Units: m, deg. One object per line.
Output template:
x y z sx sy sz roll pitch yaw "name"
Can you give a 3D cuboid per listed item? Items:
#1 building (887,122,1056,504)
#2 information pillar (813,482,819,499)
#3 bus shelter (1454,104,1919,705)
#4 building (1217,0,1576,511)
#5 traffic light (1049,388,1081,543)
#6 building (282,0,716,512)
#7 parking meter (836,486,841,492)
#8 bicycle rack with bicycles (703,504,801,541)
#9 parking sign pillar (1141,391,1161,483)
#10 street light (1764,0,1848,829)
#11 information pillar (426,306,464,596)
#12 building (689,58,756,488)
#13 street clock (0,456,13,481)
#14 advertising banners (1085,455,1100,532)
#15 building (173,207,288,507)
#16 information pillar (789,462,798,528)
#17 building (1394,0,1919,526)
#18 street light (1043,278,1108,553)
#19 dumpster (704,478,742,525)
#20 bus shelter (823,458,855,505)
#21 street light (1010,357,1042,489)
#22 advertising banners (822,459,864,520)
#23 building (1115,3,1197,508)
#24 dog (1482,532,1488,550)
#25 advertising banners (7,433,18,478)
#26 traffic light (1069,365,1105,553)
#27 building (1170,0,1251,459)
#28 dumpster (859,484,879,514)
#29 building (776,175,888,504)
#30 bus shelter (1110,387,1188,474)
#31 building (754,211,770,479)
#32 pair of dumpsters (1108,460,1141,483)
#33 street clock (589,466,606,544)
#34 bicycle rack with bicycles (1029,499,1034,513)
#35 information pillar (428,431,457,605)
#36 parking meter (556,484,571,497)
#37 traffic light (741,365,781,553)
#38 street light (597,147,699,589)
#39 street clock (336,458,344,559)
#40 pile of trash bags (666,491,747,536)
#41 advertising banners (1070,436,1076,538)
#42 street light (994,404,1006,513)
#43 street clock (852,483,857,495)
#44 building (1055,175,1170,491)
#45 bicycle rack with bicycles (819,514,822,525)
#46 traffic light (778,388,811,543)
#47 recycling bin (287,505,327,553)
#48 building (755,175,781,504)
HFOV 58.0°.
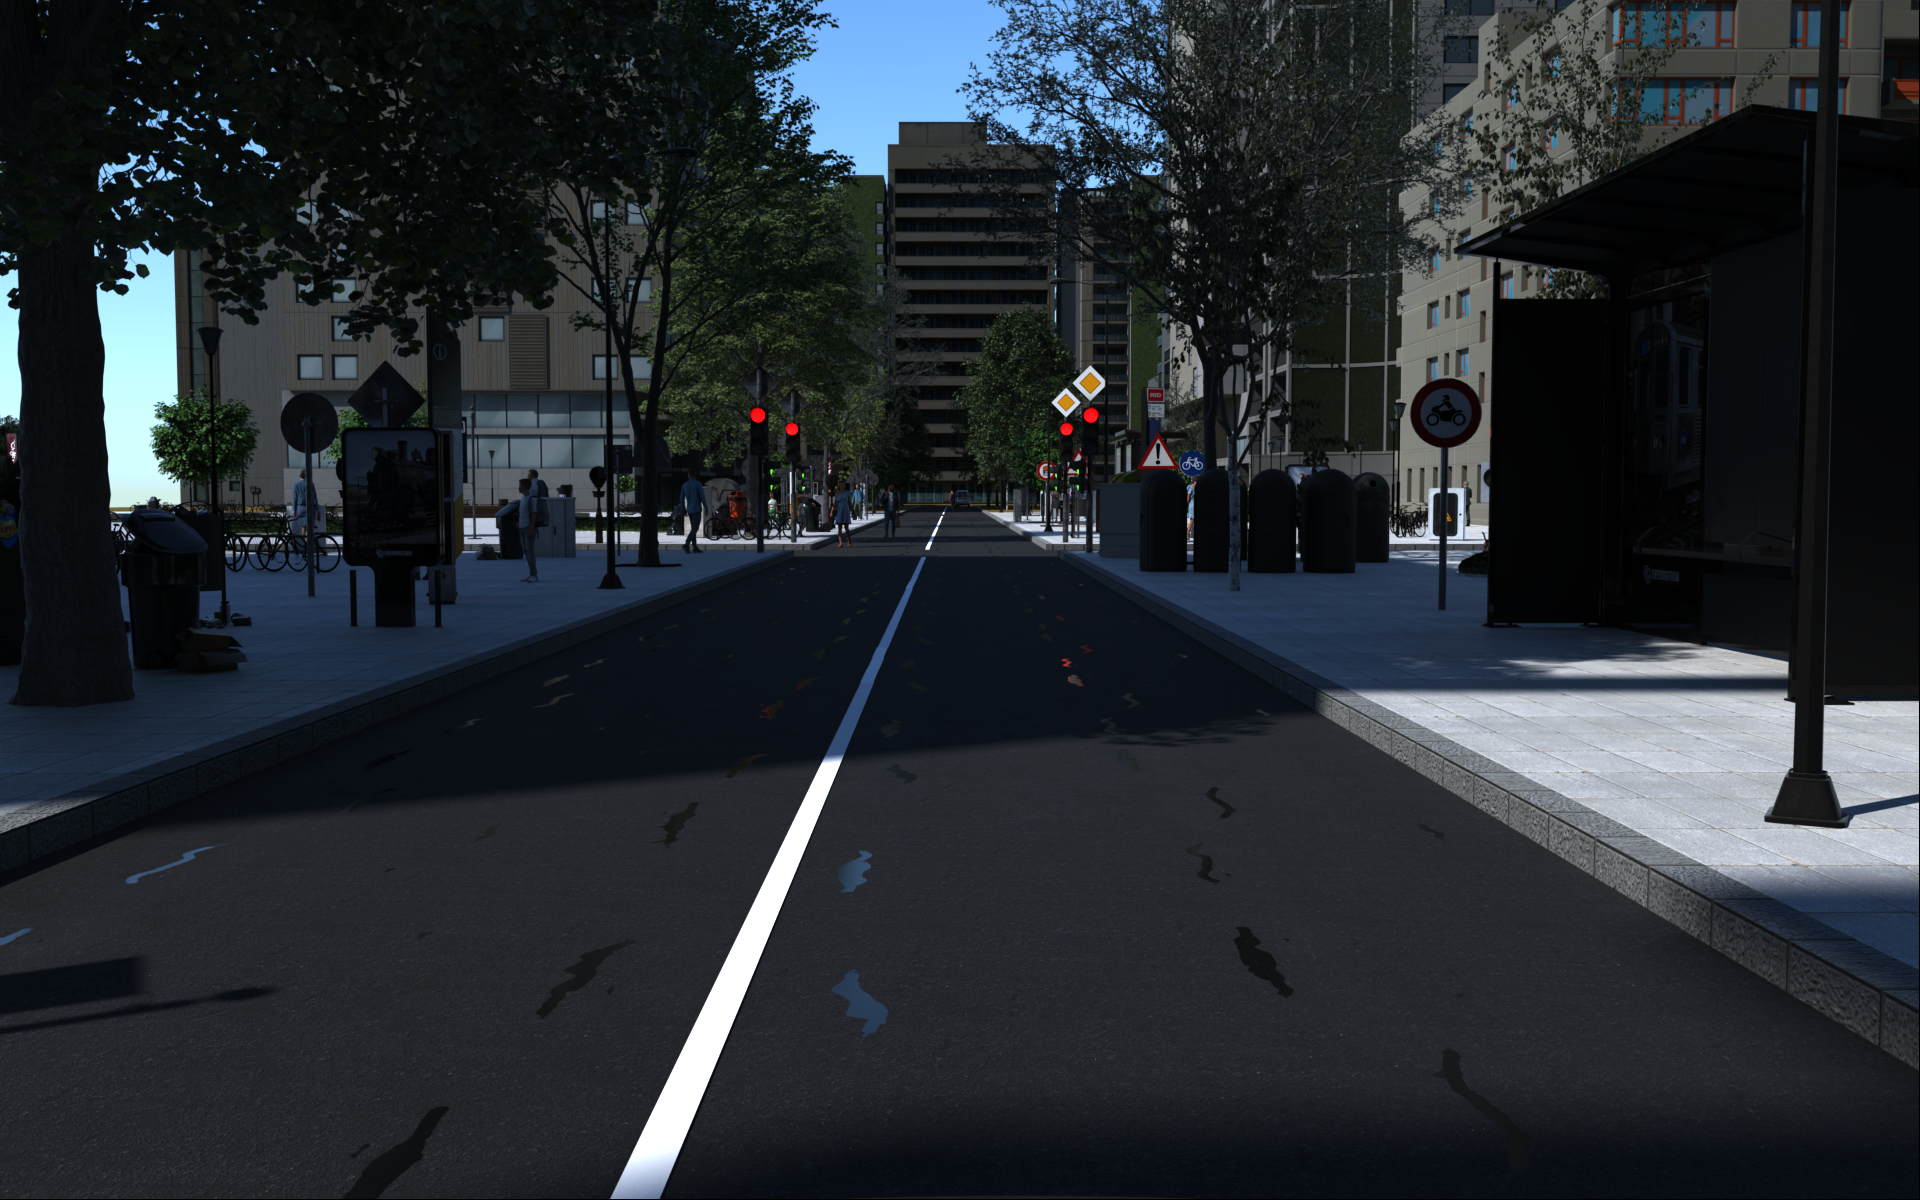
1.413 -37.007 228.758 21.600 48.544 21.300 0 4 0 "building"
-9.043 -6.375 108.727 0.304 2.012 0.304 1 4 10 "information pillar"
5.601 -1.364 13.586 1.731 3.624 6.357 0 4 0 "bus shelter"
28.159 -41.050 109.423 20.563 71.187 20.611 0 4 0 "building"
2.778 -3.479 45.798 0.839 4.253 0.868 0 4 0 "traffic light"
-34.370 -33.340 134.350 28.713 52.752 27.495 0 4 0 "building"
-7.374 -6.127 105.881 0.255 1.863 0.399 -2 4 -30 "parking meter"
-5.966 -2.187 49.133 2.925 0.926 2.852 -1 4 -16 "bicycle rack with bicycles"
5.024 -3.506 45.793 1.447 3.967 1.447 1 4 9 "parking sign pillar"
2.792 -2.086 6.644 1.470 5.913 1.316 0 4 0 "street light"
-6.487 -1.862 21.804 0.183 3.616 0.504 2 4 33 "information pillar"
-26.184 -28.907 156.229 14.154 41.232 14.086 0 4 0 "building"
-18.395 -1.759 33.331 0.358 2.002 0.471 0 4 -7 "street clock"
4.741 -3.796 58.246 0.090 3.025 2.074 3 4 37 "advertising banners"
-69.616 -24.717 175.818 14.107 30.474 14.160 0 4 0 "building"
-6.209 -4.479 64.588 0.183 3.616 0.504 -2 4 -32 "information pillar"
35.920 -13.822 71.037 28.899 21.520 27.650 0 4 0 "building"
2.623 -3.969 37.439 1.470 5.913 1.316 0 4 0 "street light"
-8.716 -3.527 63.432 1.264 1.857 1.865 0 4 0 "dumpster"
-7.953 -7.550 114.727 1.731 3.624 6.357 0 3 0 "bus shelter"
2.484 -5.285 58.949 1.470 5.913 1.316 0 4 0 "street light"
-5.768 -5.447 85.246 2.074 3.025 0.090 1 4 12 "advertising banners"
27.625 -52.162 165.515 22.319 86.520 31.000 0 4 0 "building"
11.079 -1.176 36.053 0.406 0.507 0.540 1 4 18 "dog"
-26.511 -3.247 49.280 2.074 3.025 0.090 2 4 33 "advertising banners"
2.813 -2.990 37.813 0.839 4.253 0.868 0 4 0 "traffic light"
31.732 -33.509 137.118 28.713 52.752 27.495 0 4 0 "building"
-6.033 -6.716 112.298 1.502 2.255 1.985 0 3 0 "dumpster"
-16.410 -33.080 224.453 14.086 41.232 14.154 0 4 0 "building"
6.662 -5.213 62.871 2.179 5.291 8.768 0 4 0 "bus shelter"
-26.640 -24.716 175.806 14.107 30.474 14.160 0 4 0 "building"
5.310 -3.046 52.297 1.574 2.255 4.437 0 4 0 "pair of dumpsters"
-9.367 -2.468 44.930 0.471 2.002 0.358 -1 4 -12 "street clock"
5.445 -6.345 117.122 2.852 0.926 2.925 0 4 7 "bicycle rack with bicycles"
-6.042 -0.959 20.173 0.304 2.012 0.304 -1 4 -14 "information pillar"
-10.280 -2.236 44.971 0.372 1.533 0.369 0 3 0 "parking meter"
-4.348 -2.987 37.765 0.839 4.253 0.868 0 4 0 "traffic light"
-4.196 -3.108 23.351 1.470 5.913 1.316 0 4 0 "street light"
-12.160 -1.825 34.413 0.471 2.002 0.358 3 5 40 "street clock"
-7.552 -2.663 53.290 1.912 1.369 3.447 -3 4 -39 "pile of trash bags"
3.363 -3.358 51.094 0.090 3.025 2.074 0 4 7 "advertising banners"
2.431 -7.146 89.376 1.470 5.913 1.316 0 4 0 "street light"
-6.271 -6.025 103.079 0.358 2.002 0.471 -1 4 -22 "street clock"
19.719 -33.079 224.438 14.086 41.232 14.154 0 4 0 "building"
-6.090 -2.996 62.367 2.852 0.926 2.925 -1 4 -9 "bicycle rack with bicycles"
-4.383 -3.476 45.750 0.839 4.253 0.868 0 4 0 "traffic light"
-14.409 -1.568 38.185 0.722 1.027 0.722 -2 4 -29 "recycling bin"
-37.904 -35.093 228.389 28.867 44.769 22.147 0 4 0 "building"
